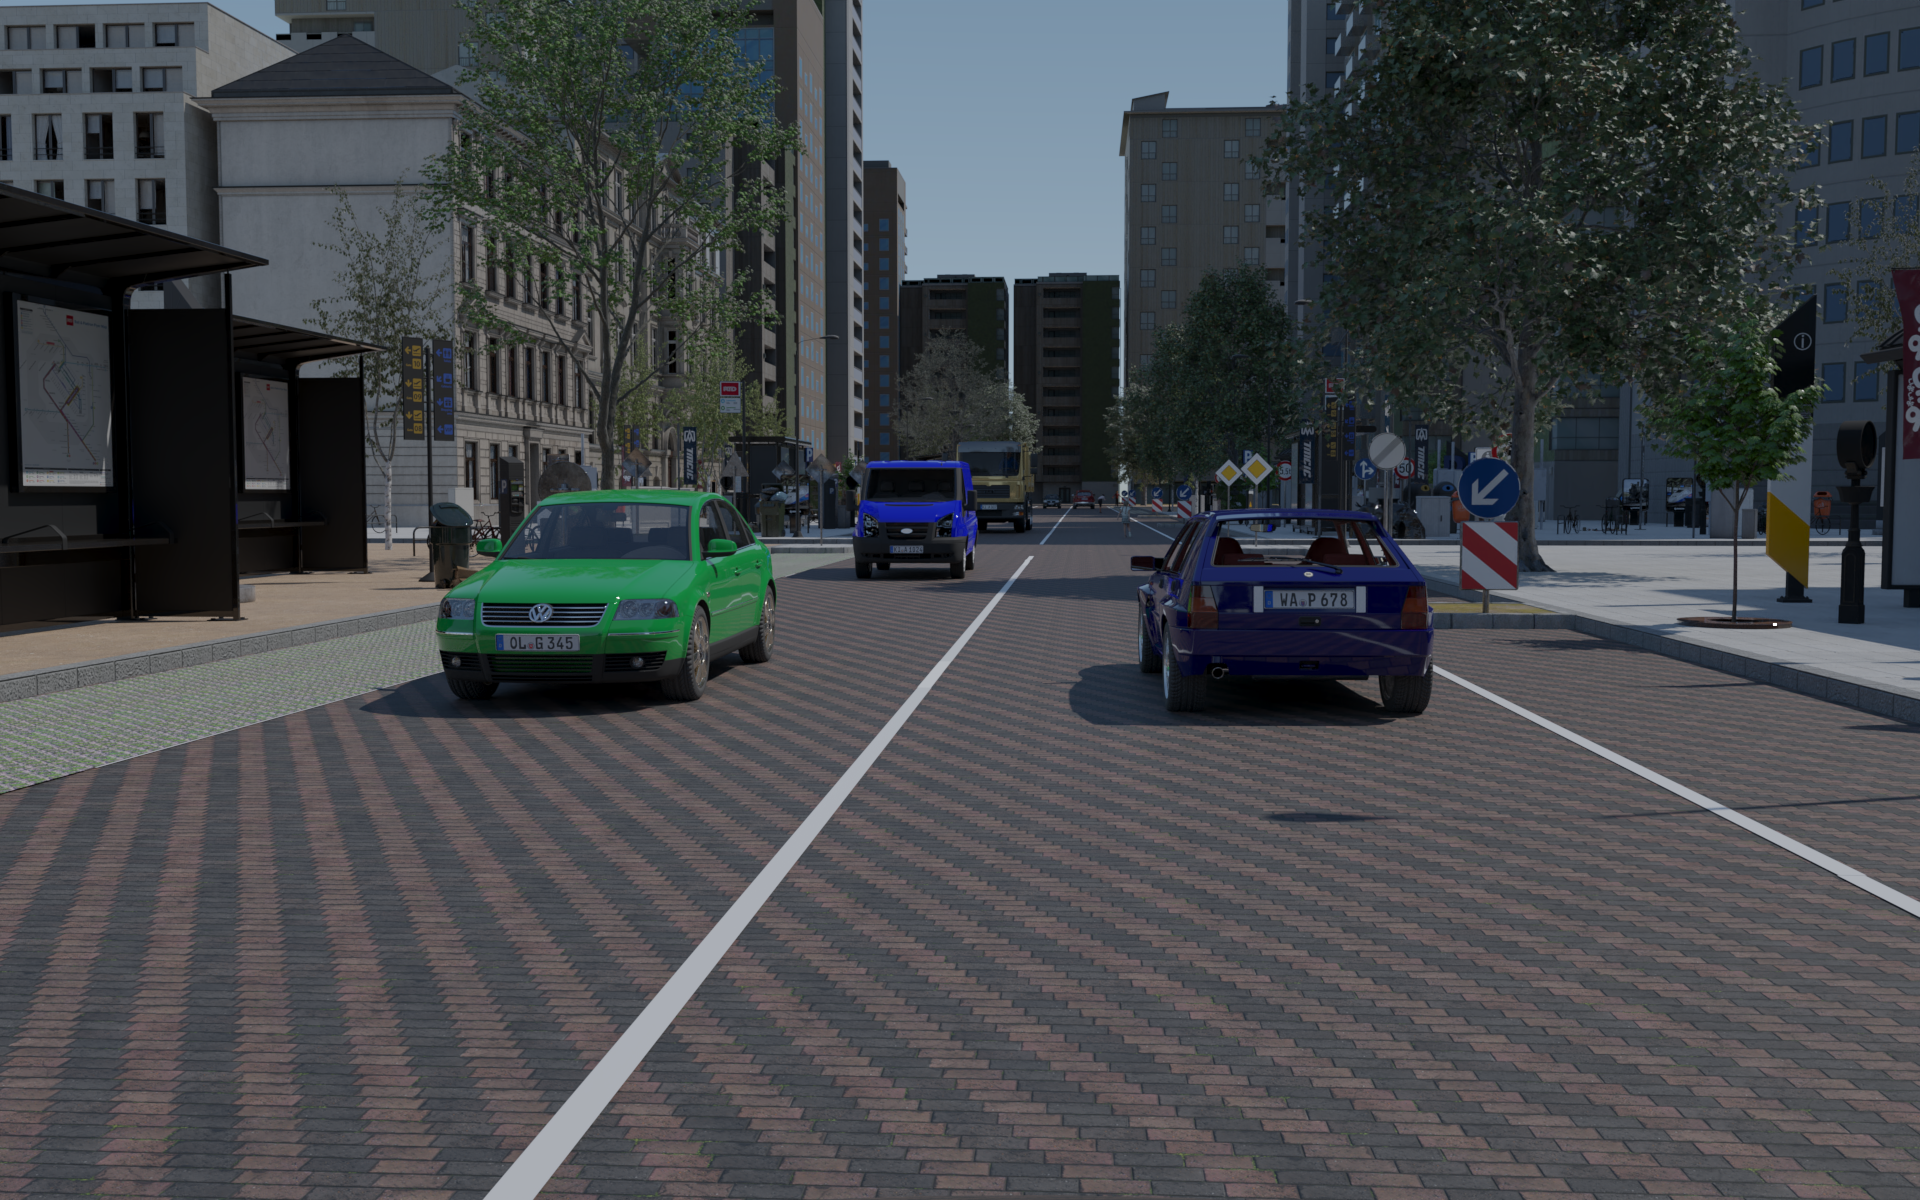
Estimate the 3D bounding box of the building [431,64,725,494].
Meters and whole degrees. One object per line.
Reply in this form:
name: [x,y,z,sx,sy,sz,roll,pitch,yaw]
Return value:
building: [-22.694,-17.302,101.973,14.460,24.649,34.723,0,4,4]

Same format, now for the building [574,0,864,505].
building: [-24.432,-38.918,178.305,28.212,58.520,21.231,0,4,4]

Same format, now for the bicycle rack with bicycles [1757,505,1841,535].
bicycle rack with bicycles: [26.187,-2.524,54.643,2.925,0.926,2.852,-2,4,-29]

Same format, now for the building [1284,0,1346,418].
building: [42.608,-38.395,169.758,21.231,58.520,28.212,0,4,4]

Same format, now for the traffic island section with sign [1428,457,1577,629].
traffic island section with sign: [5.622,-0.657,19.367,1.989,1.847,2.006,0,4,4]

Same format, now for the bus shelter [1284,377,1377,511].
bus shelter: [11.989,-4.867,57.207,2.179,5.291,8.768,0,4,4]

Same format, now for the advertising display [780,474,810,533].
advertising display: [-5.375,-3.139,56.533,0.974,1.923,0.123,0,4,6]

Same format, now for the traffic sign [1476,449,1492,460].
traffic sign: [11.646,-2.202,38.133,0.606,2.300,0.079,1,4,13]

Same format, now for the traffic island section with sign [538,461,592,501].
traffic island section with sign: [-4.716,-0.706,20.170,1.989,1.847,2.006,0,4,4]

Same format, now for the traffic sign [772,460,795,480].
traffic sign: [-5.943,-3.495,58.321,0.795,2.450,0.064,0,4,5]

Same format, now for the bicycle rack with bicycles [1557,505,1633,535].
bicycle rack with bicycles: [20.377,-2.580,55.565,2.852,0.926,2.925,2,4,27]

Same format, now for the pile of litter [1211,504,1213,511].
pile of litter: [15.042,-5.470,103.395,1.176,0.858,1.719,0,4,5]

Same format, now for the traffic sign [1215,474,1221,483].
traffic sign: [14.034,-5.674,92.881,0.768,2.556,0.104,1,4,9]

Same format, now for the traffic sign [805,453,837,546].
traffic sign: [-3.425,-2.395,42.793,0.795,2.450,0.064,0,4,4]

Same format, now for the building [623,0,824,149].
building: [-19.492,-30.444,147.863,14.600,45.320,14.200,0,4,4]

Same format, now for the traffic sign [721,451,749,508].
traffic sign: [-6.796,-3.195,52.238,0.884,2.594,0.081,1,4,11]

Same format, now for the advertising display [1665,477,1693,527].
advertising display: [28.029,-3.809,67.498,0.974,1.923,0.123,1,4,16]

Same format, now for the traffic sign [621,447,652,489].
traffic sign: [-7.993,-2.547,42.823,0.795,2.450,0.064,1,4,9]

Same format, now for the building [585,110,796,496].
building: [-20.796,-22.174,134.246,14.160,30.474,14.107,0,4,4]

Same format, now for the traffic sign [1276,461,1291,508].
traffic sign: [12.438,-4.047,66.270,0.768,2.556,0.104,1,4,9]

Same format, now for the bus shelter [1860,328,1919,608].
bus shelter: [11.049,-1.408,16.940,2.014,3.302,5.546,0,4,4]

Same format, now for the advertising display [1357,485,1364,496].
advertising display: [27.013,-6.873,117.585,0.123,1.923,0.974,-3,5,-43]

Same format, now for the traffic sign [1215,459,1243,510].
traffic sign: [7.752,-2.835,49.992,0.795,2.450,0.064,0,4,4]

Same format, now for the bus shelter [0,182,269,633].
bus shelter: [-8.002,-1.418,14.468,1.731,3.624,6.357,0,4,4]

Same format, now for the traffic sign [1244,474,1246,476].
traffic sign: [17.195,-6.340,103.759,0.768,2.556,0.104,1,4,10]

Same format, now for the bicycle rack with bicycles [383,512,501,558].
bicycle rack with bicycles: [-9.786,-1.357,35.566,2.925,0.926,2.852,-3,5,-41]

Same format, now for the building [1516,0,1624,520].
building: [36.359,-24.819,89.381,14.154,41.232,14.086,0,4,4]

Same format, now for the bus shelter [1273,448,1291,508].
bus shelter: [14.276,-4.755,71.670,2.014,3.302,5.546,0,4,4]

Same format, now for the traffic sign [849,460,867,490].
traffic sign: [-2.864,-2.882,50.758,0.795,2.450,0.064,0,4,4]

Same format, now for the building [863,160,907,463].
building: [-14.702,-35.574,231.753,14.200,45.320,14.600,0,4,4]

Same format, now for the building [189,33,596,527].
building: [-23.209,-12.877,75.159,10.561,19.102,19.286,0,4,4]

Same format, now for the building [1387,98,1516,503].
building: [35.709,-21.068,116.163,14.160,30.474,14.107,0,4,4]

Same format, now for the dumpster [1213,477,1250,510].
dumpster: [11.443,-4.296,72.739,1.502,2.255,1.985,0,4,4]

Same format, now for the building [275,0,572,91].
building: [-52.890,-35.943,176.899,27.495,52.752,28.713,0,4,4]

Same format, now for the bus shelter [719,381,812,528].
bus shelter: [-7.249,-5.287,64.081,2.179,5.291,8.768,0,4,4]

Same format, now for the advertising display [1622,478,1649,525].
advertising display: [27.706,-4.032,71.141,0.974,1.923,0.123,0,4,8]

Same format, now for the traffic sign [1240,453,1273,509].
traffic sign: [7.191,-2.348,42.027,0.795,2.450,0.064,0,4,4]

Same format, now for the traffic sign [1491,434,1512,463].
traffic sign: [11.443,-2.201,36.084,0.768,2.556,0.104,1,4,11]

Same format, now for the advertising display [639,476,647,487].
advertising display: [-11.741,-3.590,63.904,0.123,1.923,0.974,-2,4,-25]

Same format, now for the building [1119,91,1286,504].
building: [35.510,-39.478,234.703,27.495,52.752,28.713,0,4,4]

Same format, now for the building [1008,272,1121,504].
building: [14.065,-27.969,228.996,14.107,30.474,14.160,0,4,4]

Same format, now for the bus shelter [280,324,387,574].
bus shelter: [-10.214,-2.046,24.736,1.731,3.624,6.357,0,4,4]

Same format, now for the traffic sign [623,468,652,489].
traffic sign: [-9.462,-3.110,50.845,0.884,2.594,0.081,1,4,9]

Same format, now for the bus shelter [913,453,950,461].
bus shelter: [-1.721,-6.848,103.252,1.731,3.624,6.357,0,4,4]

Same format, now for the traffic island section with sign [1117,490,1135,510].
traffic island section with sign: [14.941,-8.743,151.571,1.989,1.847,2.006,0,4,4]

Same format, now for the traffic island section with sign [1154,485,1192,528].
traffic island section with sign: [9.509,-4.035,74.606,1.989,1.847,2.006,0,4,4]

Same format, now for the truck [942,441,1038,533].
truck: [1.365,-4.295,66.142,3.469,3.379,9.791,0,4,5]

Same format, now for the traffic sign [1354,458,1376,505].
traffic sign: [14.423,-3.767,61.691,0.768,2.556,0.104,1,4,8]

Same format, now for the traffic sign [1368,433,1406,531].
traffic sign: [8.847,-2.193,35.969,0.768,2.556,0.104,0,4,6]

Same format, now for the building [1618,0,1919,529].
building: [44.217,-32.282,69.814,28.212,58.520,21.231,0,4,4]

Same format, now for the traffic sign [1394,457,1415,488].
traffic sign: [15.228,-3.620,59.294,0.768,2.556,0.104,1,4,10]

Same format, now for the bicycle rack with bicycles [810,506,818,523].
bicycle rack with bicycles: [-6.371,-3.814,75.736,2.925,0.926,2.852,0,4,-6]

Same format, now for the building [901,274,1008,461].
building: [-0.618,-28.075,230.721,14.107,30.474,14.160,0,4,4]

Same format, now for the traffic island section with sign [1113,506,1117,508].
traffic island section with sign: [16.878,-10.426,179.090,1.989,1.847,2.006,0,4,4]

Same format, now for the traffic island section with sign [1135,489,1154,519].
traffic island section with sign: [11.413,-5.680,101.494,1.989,1.847,2.006,0,4,4]

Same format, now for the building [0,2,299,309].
building: [-37.305,-13.255,71.479,16.860,20.320,10.420,0,4,4]

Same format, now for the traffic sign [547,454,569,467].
traffic sign: [-10.234,-2.570,44.153,0.606,2.300,0.079,1,4,12]

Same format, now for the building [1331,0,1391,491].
building: [42.328,-31.772,139.088,23.786,49.044,30.456,0,4,4]

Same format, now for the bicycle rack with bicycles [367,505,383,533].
bicycle rack with bicycles: [-19.903,-2.636,56.481,2.852,0.926,2.925,2,4,30]
